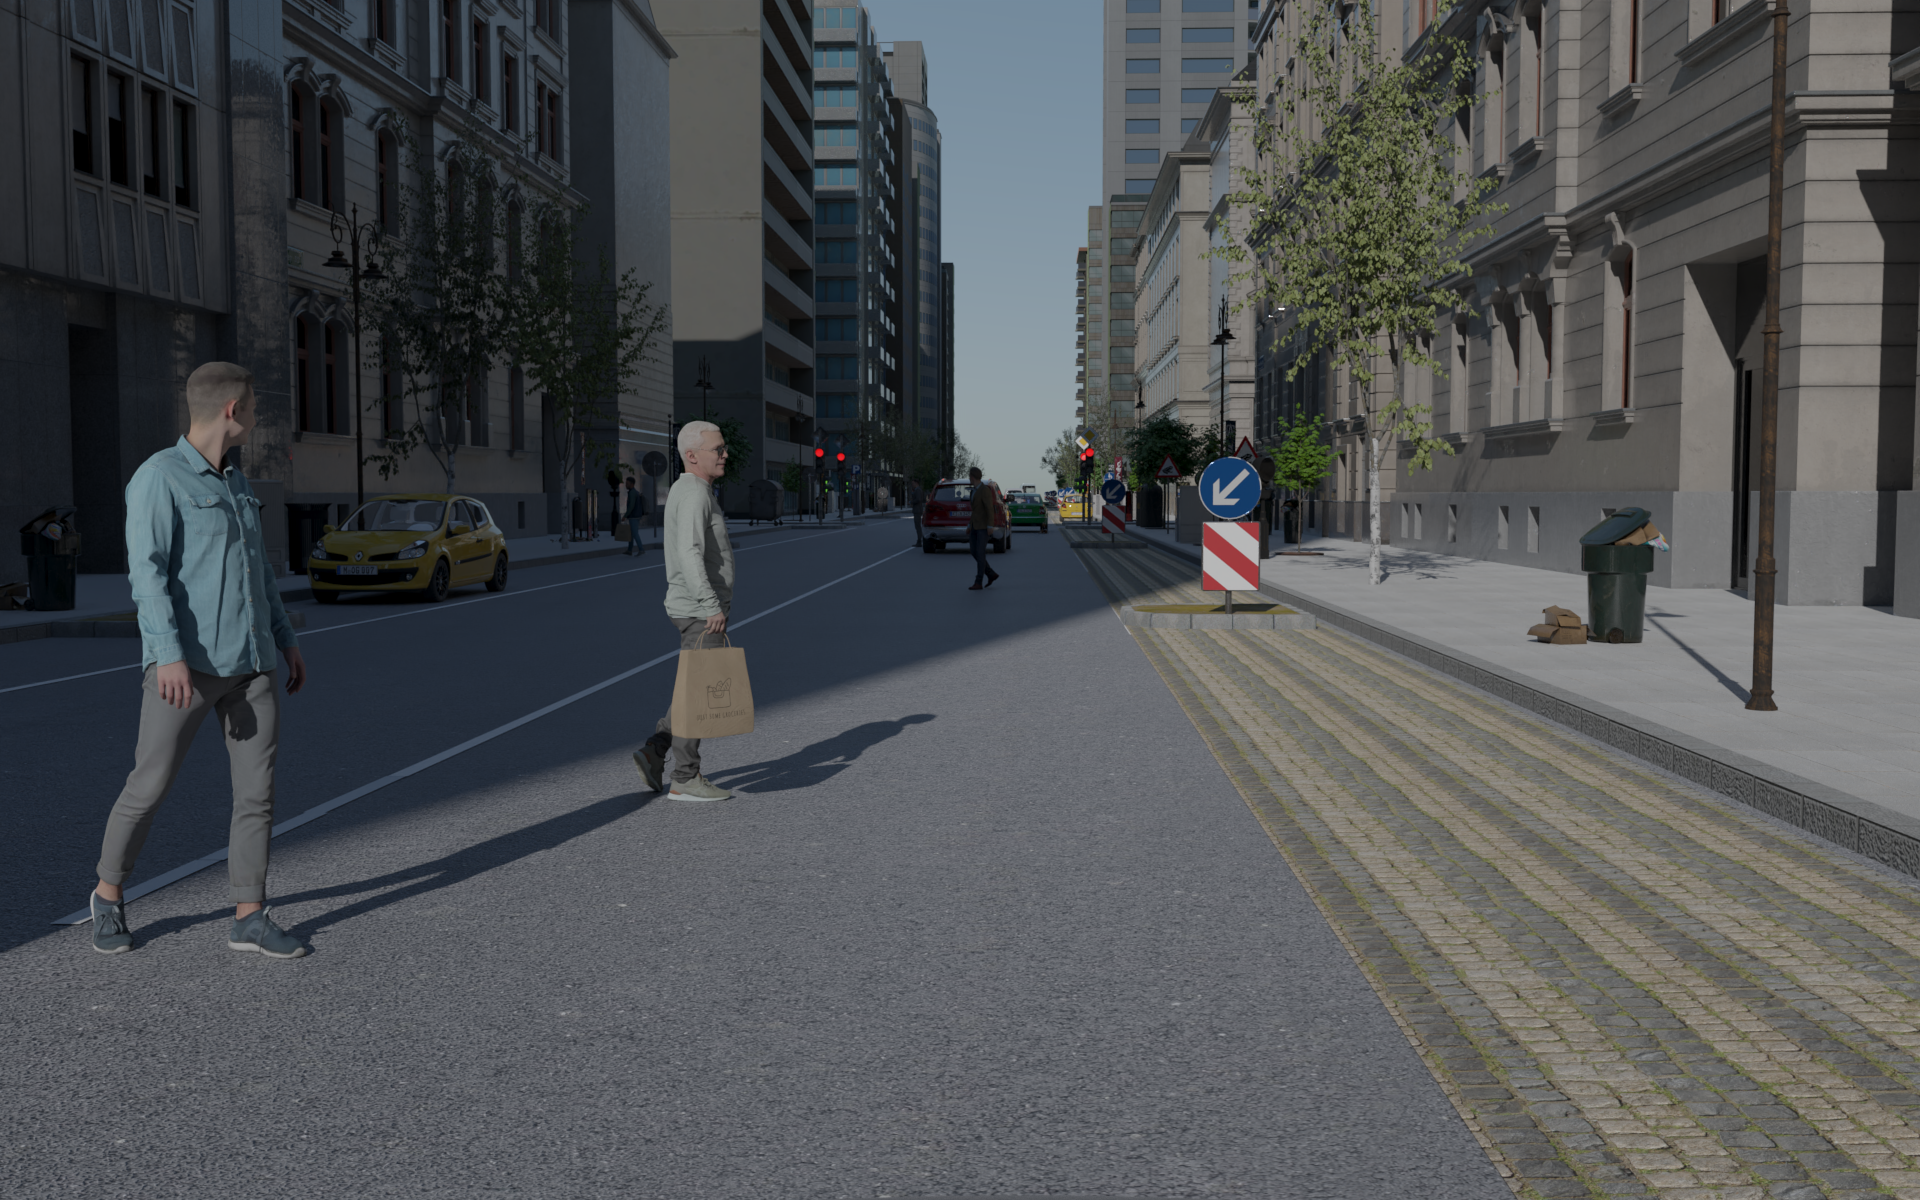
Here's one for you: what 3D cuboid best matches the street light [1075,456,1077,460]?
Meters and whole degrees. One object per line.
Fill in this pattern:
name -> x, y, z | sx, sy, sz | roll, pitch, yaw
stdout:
street light -> 11.456, -12.035, 169.558 | 0.468, 5.910, 1.993 | 0, 4, 2

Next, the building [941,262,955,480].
building -> -8.266, -37.557, 297.643 | 14.154, 41.232, 14.086 | 0, 4, 2

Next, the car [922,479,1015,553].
car -> 0.216, -2.133, 43.545 | 2.281, 1.827, 5.304 | 0, 4, 4

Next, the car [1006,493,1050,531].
car -> 2.452, -3.508, 66.159 | 1.959, 1.807, 4.718 | 0, 4, 2

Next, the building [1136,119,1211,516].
building -> 20.465, -17.143, 113.571 | 16.112, 22.955, 30.059 | 0, 4, 2

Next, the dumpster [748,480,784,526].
dumpster -> -7.801, -3.903, 69.565 | 1.264, 1.857, 1.865 | 0, 4, 2

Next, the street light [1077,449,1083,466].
street light -> 10.850, -11.069, 153.765 | 0.468, 5.910, 1.993 | 0, 4, 2

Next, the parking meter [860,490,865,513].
parking meter -> -6.578, -6.609, 116.467 | 0.372, 1.533, 0.369 | 0, 3, 0

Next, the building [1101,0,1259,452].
building -> 26.099, -39.618, 189.746 | 21.231, 58.520, 28.212 | 0, 4, 2

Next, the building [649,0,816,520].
building -> -20.025, -28.895, 96.134 | 21.300, 48.544, 21.600 | 0, 4, 2

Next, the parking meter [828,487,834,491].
parking meter -> -9.684, -7.617, 130.252 | 0.255, 1.863, 0.399 | 2, 4, 34

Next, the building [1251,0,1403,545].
building -> 16.543, -15.746, 54.709 | 12.463, 27.353, 25.104 | 0, 4, 2

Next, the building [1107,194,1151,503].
building -> 21.381, -24.293, 168.893 | 14.160, 30.474, 14.107 | 0, 4, 2

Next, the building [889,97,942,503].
building -> -13.964, -43.626, 255.279 | 21.231, 58.520, 28.212 | 0, 4, 2

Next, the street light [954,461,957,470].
street light -> -0.711, -16.311, 239.466 | 0.468, 5.910, 1.993 | 0, 4, 2

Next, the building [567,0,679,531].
building -> -20.413, -13.153, 64.204 | 18.267, 20.994, 9.793 | 0, 4, 2

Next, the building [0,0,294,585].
building -> -19.196, -12.528, 22.858 | 12.078, 24.808, 19.932 | 0, 4, 2

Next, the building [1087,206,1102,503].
building -> 25.106, -34.460, 247.011 | 14.154, 41.232, 14.086 | 0, 4, 2

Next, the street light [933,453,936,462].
street light -> -2.824, -13.139, 187.617 | 0.468, 5.910, 1.993 | 0, 4, 2

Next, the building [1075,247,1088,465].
building -> 31.017, -39.359, 298.147 | 22.147, 44.769, 28.867 | 0, 4, 2

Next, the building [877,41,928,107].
building -> -13.462, -51.438, 279.258 | 20.563, 71.187, 20.611 | 0, 4, 2

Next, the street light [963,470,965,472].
street light -> 0.651, -18.142, 269.409 | 0.468, 5.910, 1.993 | 0, 4, 2

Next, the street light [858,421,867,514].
street light -> -6.182, -8.388, 109.929 | 0.468, 5.910, 1.993 | 0, 4, 2

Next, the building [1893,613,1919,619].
building -> 15.576, -13.372, 6.030 | 14.401, 28.519, 23.554 | 0, 4, 2

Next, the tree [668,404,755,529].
tree -> -9.109, -4.851, 63.024 | 4.285, 4.588, 4.351 | 0, 3, 0

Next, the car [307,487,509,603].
car -> -7.635, -0.851, 24.130 | 2.015, 1.641, 3.980 | 0, 4, 3

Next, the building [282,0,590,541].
building -> -19.065, -15.729, 44.561 | 14.401, 28.519, 23.554 | 0, 4, 2

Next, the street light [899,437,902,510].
street light -> -4.771, -10.282, 140.890 | 0.468, 5.910, 1.993 | 0, 4, 2

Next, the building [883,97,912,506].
building -> -12.709, -33.183, 192.656 | 14.600, 45.320, 14.200 | 0, 4, 2

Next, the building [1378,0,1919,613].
building -> 16.158, -14.826, 29.791 | 14.401, 28.519, 23.554 | 0, 4, 2

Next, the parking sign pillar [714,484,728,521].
parking sign pillar -> -11.909, -5.808, 83.436 | 1.447, 3.967, 1.447 | 2, 4, 26

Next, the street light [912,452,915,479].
street light -> -4.194, -11.230, 156.394 | 0.468, 5.910, 1.993 | 0, 4, 2

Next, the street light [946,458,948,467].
street light -> -1.641, -14.990, 217.868 | 0.468, 5.910, 1.993 | 0, 4, 2

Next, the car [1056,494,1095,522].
car -> 6.004, -4.865, 89.766 | 2.015, 1.641, 3.980 | 0, 4, 2

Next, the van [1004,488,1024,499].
van -> 3.897, -7.177, 124.360 | 2.013, 2.044, 4.112 | 0, 4, 1

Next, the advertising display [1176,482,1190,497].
advertising display -> 11.756, -5.268, 91.346 | 0.974, 1.923, 0.123 | -3, 5, -40

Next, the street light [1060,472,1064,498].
street light -> 16.359, -18.945, 282.537 | 0.468, 5.910, 1.993 | 0, 4, 2

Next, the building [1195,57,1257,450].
building -> 22.098, -15.706, 85.675 | 19.941, 23.489, 11.050 | 0, 4, 2

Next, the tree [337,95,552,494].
tree -> -9.634, -5.023, 32.485 | 4.360, 8.622, 3.978 | 0, 3, 0

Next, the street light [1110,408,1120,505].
street light -> 8.331, -7.358, 93.086 | 0.468, 5.910, 1.993 | 0, 4, 2

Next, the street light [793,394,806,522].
street light -> -7.370, -6.556, 79.977 | 0.468, 5.910, 1.993 | 0, 4, 2

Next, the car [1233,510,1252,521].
car -> 13.495, -3.791, 73.984 | 4.499, 1.417, 2.014 | 0, 4, 4

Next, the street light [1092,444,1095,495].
street light -> 9.625, -9.231, 123.716 | 0.468, 5.910, 1.993 | 0, 4, 2

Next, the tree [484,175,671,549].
tree -> -9.112, -5.491, 40.148 | 4.737, 8.622, 4.395 | 0, 3, 0

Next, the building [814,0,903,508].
building -> -18.193, -33.692, 170.468 | 23.786, 49.044, 30.456 | 0, 4, 2

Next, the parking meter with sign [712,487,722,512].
parking meter with sign -> -10.235, -4.466, 69.281 | 0.543, 3.016, 1.738 | 3, 5, 44

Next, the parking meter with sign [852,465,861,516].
parking meter with sign -> -6.182, -6.592, 104.047 | 0.543, 3.016, 1.738 | 0, 3, 0

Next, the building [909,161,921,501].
building -> -12.182, -32.012, 206.983 | 14.154, 41.232, 14.086 | 0, 4, 2

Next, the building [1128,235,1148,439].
building -> 20.595, -21.033, 141.154 | 12.463, 27.353, 25.104 | 0, 4, 2
